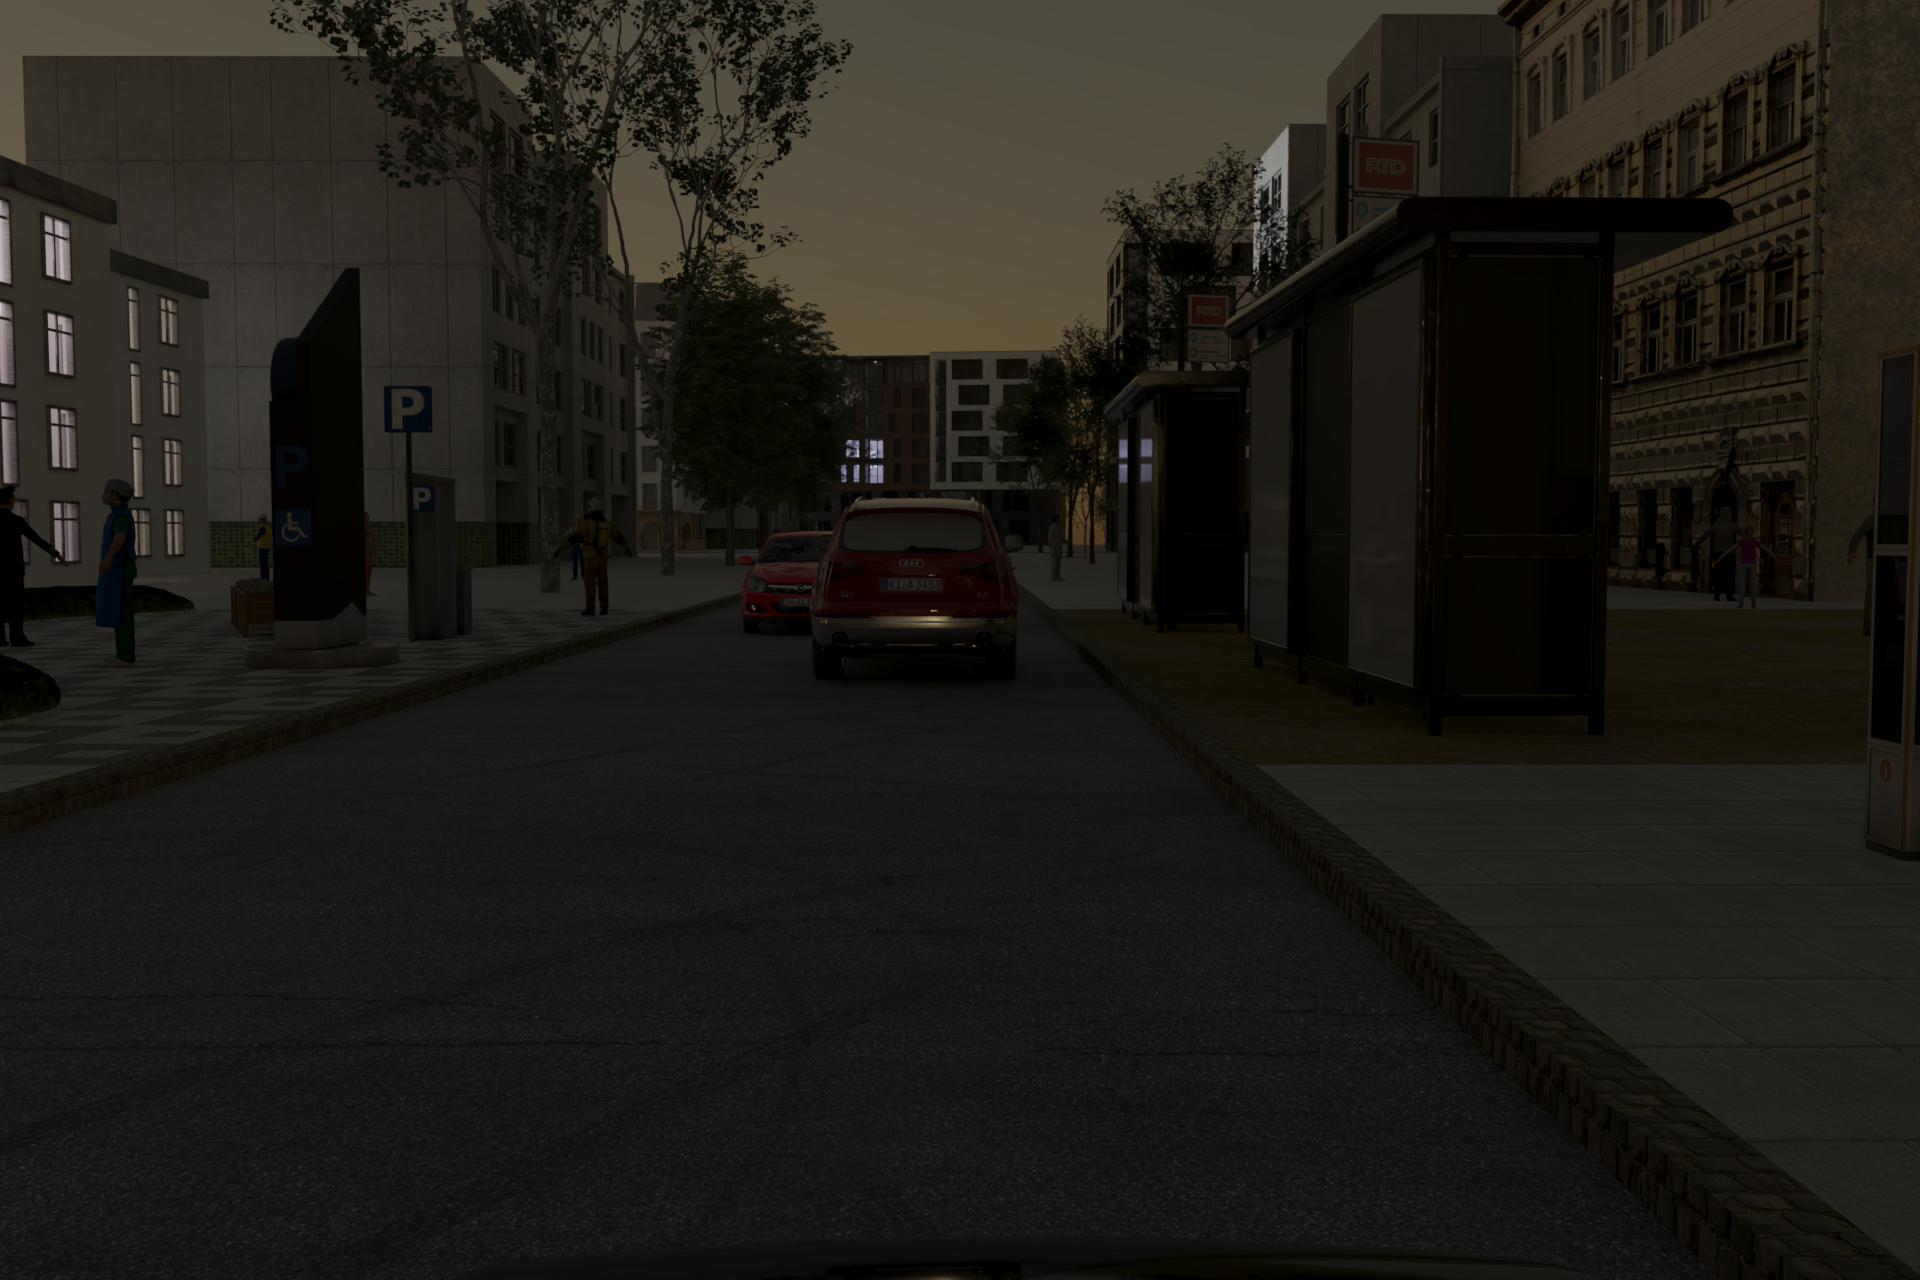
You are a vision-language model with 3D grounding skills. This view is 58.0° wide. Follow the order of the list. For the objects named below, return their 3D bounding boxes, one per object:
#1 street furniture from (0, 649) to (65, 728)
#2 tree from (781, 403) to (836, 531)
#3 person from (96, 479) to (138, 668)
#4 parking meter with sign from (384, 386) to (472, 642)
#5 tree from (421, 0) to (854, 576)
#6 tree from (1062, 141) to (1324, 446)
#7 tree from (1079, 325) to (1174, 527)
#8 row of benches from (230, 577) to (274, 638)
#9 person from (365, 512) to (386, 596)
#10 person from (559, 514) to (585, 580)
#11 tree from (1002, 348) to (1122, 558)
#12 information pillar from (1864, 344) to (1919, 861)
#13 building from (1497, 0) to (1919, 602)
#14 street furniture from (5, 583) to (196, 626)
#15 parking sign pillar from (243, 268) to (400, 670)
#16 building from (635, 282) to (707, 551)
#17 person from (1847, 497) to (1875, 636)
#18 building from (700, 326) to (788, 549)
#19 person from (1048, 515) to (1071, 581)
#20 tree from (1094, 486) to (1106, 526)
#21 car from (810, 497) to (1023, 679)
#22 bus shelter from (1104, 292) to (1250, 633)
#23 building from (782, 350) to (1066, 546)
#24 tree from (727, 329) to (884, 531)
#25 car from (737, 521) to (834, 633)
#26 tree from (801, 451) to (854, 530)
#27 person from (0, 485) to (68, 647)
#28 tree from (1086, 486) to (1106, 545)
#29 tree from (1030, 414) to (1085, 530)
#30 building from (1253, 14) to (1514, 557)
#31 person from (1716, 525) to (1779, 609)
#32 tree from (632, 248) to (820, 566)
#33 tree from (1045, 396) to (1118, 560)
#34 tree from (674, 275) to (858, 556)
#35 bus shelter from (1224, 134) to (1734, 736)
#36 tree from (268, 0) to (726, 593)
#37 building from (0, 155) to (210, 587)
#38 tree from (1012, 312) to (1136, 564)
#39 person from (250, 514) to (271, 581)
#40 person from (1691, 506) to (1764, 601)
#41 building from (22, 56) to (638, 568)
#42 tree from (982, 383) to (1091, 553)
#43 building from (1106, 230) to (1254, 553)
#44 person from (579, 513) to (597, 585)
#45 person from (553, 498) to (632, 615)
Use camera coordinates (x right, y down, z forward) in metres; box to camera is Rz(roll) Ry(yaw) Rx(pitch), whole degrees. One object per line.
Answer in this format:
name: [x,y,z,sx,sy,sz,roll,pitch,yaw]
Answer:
street furniture: [-8.855,0.359,9.759,5.734,0.657,10.072,-1,4,-11]
tree: [-9.022,-8.831,94.747,4.737,8.622,4.395,0,3,0]
person: [-8.181,-0.653,16.796,0.704,1.817,1.347,-1,4,-23]
parking meter with sign: [-6.473,-1.530,21.284,0.543,3.016,1.738,0,4,2]
tree: [-10.069,-12.129,54.204,12.611,20.169,13.585,0,3,0]
tree: [6.074,-6.489,40.510,7.601,10.594,8.767,-3,5,-41]
tree: [5.707,-6.655,59.173,4.360,8.622,3.978,0,3,0]
row of benches: [-9.428,-0.483,23.361,1.422,0.672,4.104,-2,4,-24]
person: [-12.292,-1.789,36.053,0.721,1.733,1.217,1,4,8]
person: [-10.571,-2.576,47.968,1.347,1.847,0.705,0,4,4]
tree: [6.203,-10.328,94.625,9.928,11.665,9.643,0,3,0]
information pillar: [3.842,-0.146,6.876,0.304,2.012,0.304,0,4,0]
building: [25.266,-12.860,41.184,19.493,23.208,18.063,0,4,0]
street furniture: [-15.303,-0.563,24.828,5.734,0.657,10.072,0,4,6]
parking sign pillar: [-6.289,-1.744,16.982,1.447,3.967,1.447,0,4,2]
building: [-25.998,-16.824,131.486,16.016,20.090,11.380,0,4,-1]
person: [11.642,-0.955,21.884,1.348,1.796,0.705,-2,4,-24]
building: [-26.089,-18.136,162.979,16.747,18.905,31.486,0,4,0]
person: [2.664,-2.514,47.287,0.705,1.806,1.347,2,4,27]
tree: [17.161,-15.463,203.186,4.737,8.622,4.395,0,3,0]
car: [-0.437,-0.611,18.661,2.281,1.827,5.304,0,4,0]
bus shelter: [3.403,-2.990,26.524,2.179,5.291,8.768,0,4,1]
building: [-4.021,-22.044,206.847,32.646,21.610,27.936,0,4,6]
tree: [-9.693,-11.862,104.315,12.009,13.543,11.850,0,3,0]
car: [-2.258,-1.061,26.390,2.155,1.783,4.494,0,4,-1]
tree: [-9.667,-10.008,113.991,4.360,8.622,3.978,0,3,0]
person: [-10.879,-0.848,19.807,1.347,1.837,0.705,0,4,8]
tree: [17.633,-15.757,207.988,4.360,8.622,3.978,0,3,0]
tree: [5.696,-9.382,103.757,4.360,8.622,3.978,0,3,0]
building: [22.601,-12.314,67.789,16.747,18.905,31.486,0,4,-1]
person: [13.591,-1.261,29.885,0.991,1.433,0.599,1,4,16]
tree: [-9.677,-9.264,69.597,7.486,12.596,7.792,0,3,0]
tree: [6.264,-8.327,86.504,4.360,8.622,3.978,0,3,0]
tree: [-9.623,-10.854,84.126,9.857,13.997,8.962,0,3,0]
bus shelter: [3.668,-2.294,15.135,2.179,5.291,8.768,0,4,-2]
tree: [-10.359,-11.131,37.879,12.611,20.169,13.585,0,3,0]
building: [-25.738,-6.212,43.718,9.099,9.664,28.070,0,3,0]
tree: [5.408,-8.533,73.927,7.601,10.594,8.767,-3,5,-39]
person: [-18.883,-2.501,46.866,0.705,1.833,1.349,0,4,-4]
person: [14.629,-1.649,33.097,1.348,1.813,0.705,3,5,42]
building: [-26.269,-13.073,80.193,16.747,18.905,31.486,0,4,0]
tree: [5.345,-11.609,115.570,9.928,11.665,9.643,0,3,0]
building: [24.932,-17.666,132.807,27.936,21.610,32.646,0,3,0]
person: [-9.301,-2.288,43.589,0.705,1.806,1.347,1,4,12]
person: [-5.778,-1.325,27.440,1.354,1.858,0.705,-3,5,-39]
